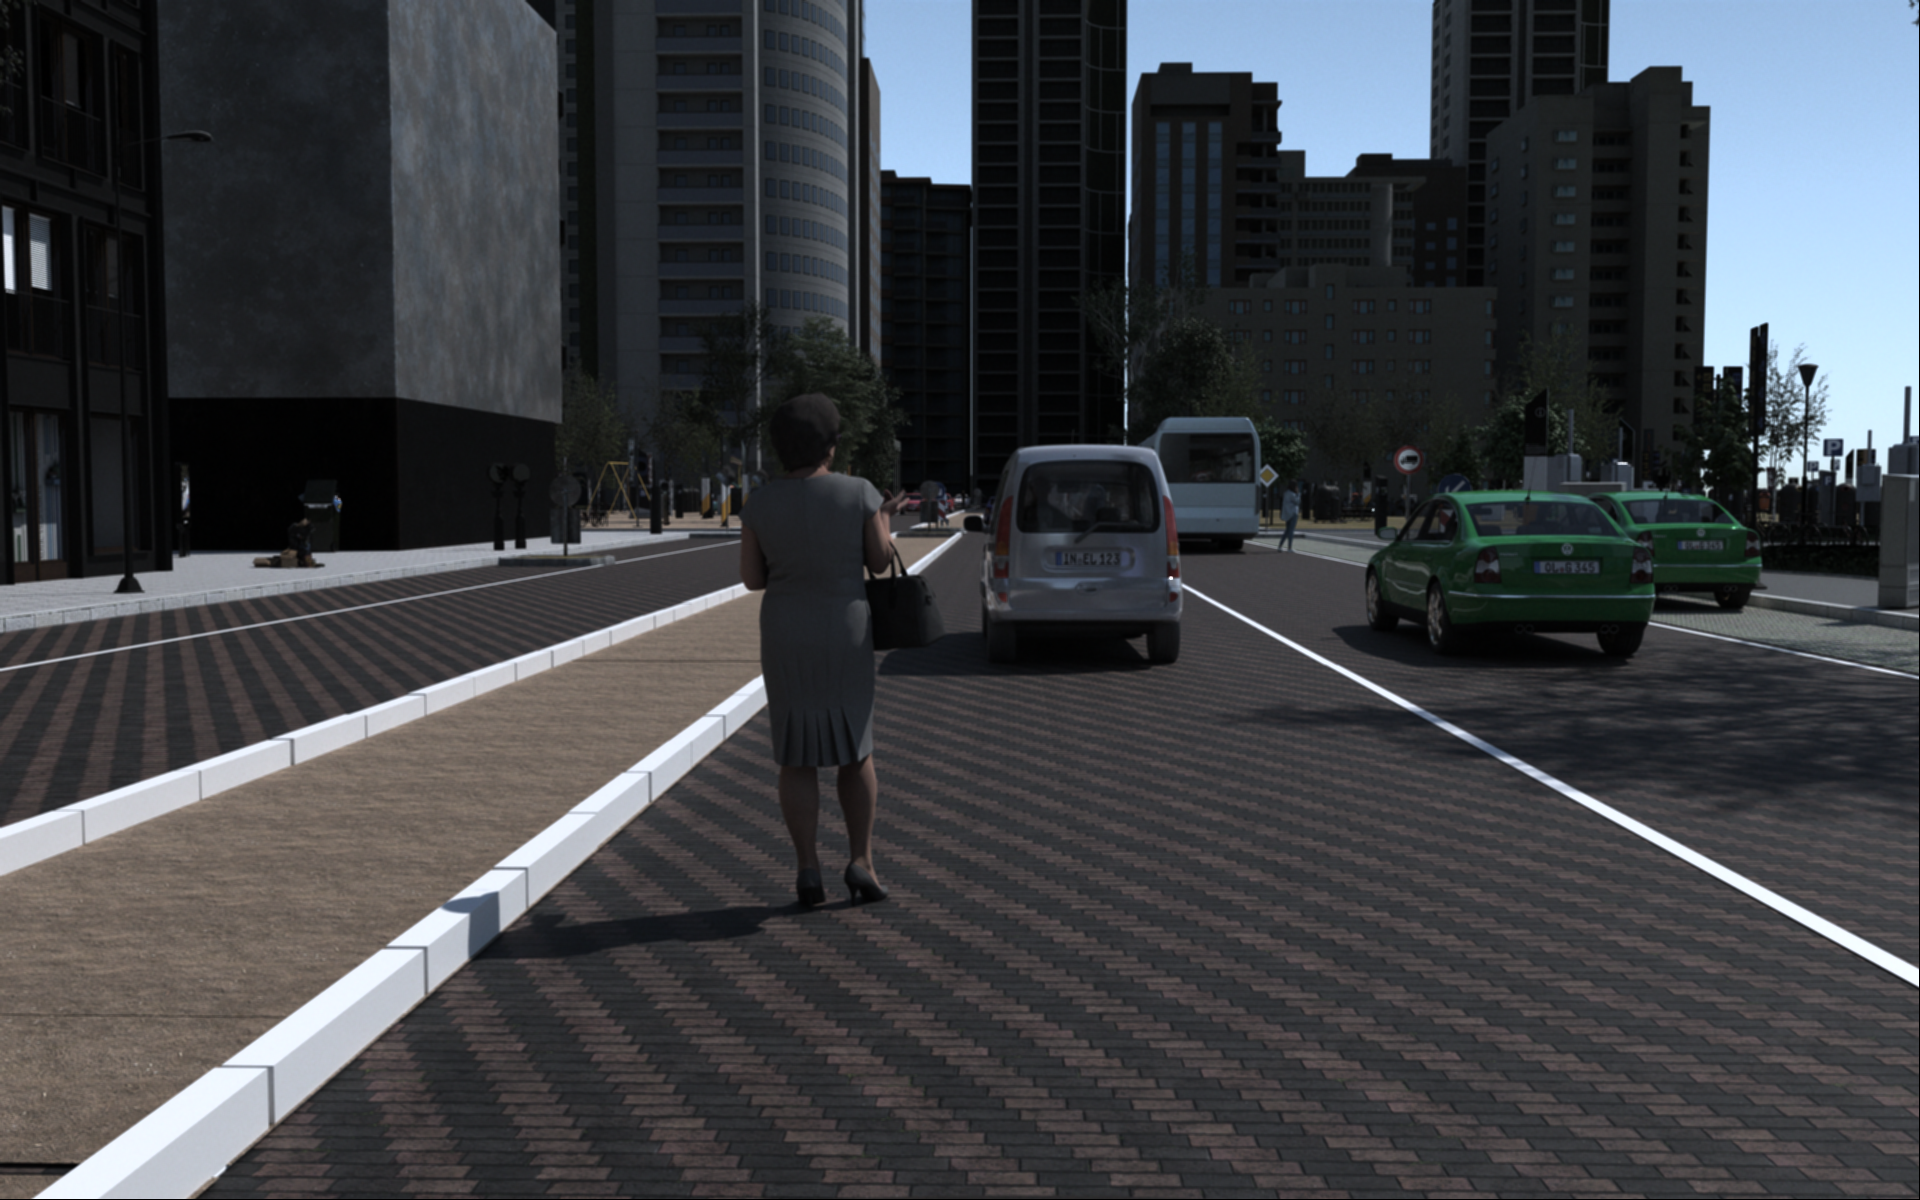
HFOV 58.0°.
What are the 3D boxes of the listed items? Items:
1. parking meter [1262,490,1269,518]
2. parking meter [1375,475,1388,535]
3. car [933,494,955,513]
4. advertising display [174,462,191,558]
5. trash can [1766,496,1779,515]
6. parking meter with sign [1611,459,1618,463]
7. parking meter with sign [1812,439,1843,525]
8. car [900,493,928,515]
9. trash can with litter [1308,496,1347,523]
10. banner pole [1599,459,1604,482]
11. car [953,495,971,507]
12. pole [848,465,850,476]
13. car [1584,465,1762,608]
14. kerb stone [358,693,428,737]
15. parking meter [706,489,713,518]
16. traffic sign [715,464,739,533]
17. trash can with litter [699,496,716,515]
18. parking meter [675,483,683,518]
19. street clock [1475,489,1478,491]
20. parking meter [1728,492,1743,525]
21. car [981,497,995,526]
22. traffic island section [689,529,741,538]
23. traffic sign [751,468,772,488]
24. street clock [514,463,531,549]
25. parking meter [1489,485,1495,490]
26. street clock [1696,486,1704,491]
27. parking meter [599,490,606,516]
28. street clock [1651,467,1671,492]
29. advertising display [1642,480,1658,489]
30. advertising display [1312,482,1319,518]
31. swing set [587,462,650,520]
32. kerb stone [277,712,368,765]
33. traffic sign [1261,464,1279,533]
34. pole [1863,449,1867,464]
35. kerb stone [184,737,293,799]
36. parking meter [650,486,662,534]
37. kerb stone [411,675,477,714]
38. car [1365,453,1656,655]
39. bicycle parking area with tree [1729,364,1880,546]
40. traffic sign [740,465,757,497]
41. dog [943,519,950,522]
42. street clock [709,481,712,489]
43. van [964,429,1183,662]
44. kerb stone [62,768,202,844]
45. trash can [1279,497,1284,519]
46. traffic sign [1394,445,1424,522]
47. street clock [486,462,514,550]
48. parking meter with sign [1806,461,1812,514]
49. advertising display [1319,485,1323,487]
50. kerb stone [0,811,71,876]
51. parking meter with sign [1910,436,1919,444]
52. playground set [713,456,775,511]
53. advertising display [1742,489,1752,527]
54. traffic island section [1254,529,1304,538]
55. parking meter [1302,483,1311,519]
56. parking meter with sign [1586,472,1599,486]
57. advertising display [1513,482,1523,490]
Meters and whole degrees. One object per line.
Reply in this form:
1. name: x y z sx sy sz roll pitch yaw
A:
1. parking meter: 16.684 -5.265 94.501 0.372 1.533 0.369 0 3 0
2. parking meter: 13.122 -2.950 53.952 0.255 1.863 0.399 -1 4 -11
3. car: -1.414 -7.526 132.090 2.155 1.783 4.494 0 4 2
4. advertising display: -15.872 -1.846 35.389 0.123 1.923 0.974 -1 4 -15
5. trash can: 50.472 -5.871 107.646 0.748 1.137 0.748 0 3 0
6. parking meter with sign: 32.217 -5.422 84.908 0.543 3.016 1.738 1 4 19
7. parking meter with sign: 27.864 -3.629 55.598 0.543 3.016 1.738 1 4 18
8. car: -3.238 -6.841 120.887 2.155 1.783 4.494 0 4 1
9. trash can with litter: 16.216 -4.005 76.539 2.233 1.210 1.678 -2 4 -24
10. banner pole: 43.583 -7.810 117.716 0.401 3.779 0.863 3 5 41
11. car: 0.196 -10.958 191.525 2.083 1.381 4.827 0 4 1
12. pole: -7.843 -7.859 122.343 0.158 3.312 0.155 0 3 0
13. car: 8.951 -0.872 23.050 1.959 1.807 4.718 0 4 1
14. kerb stone: -3.507 0.717 10.612 0.120 0.150 1.000 0 4 2
15. parking meter: -13.209 -5.078 91.442 0.372 1.533 0.369 0 3 0
16. traffic sign: -7.738 -3.297 57.553 0.795 2.450 0.064 0 4 2
17. trash can with litter: -15.190 -5.680 104.249 1.055 1.170 0.624 0 4 7
18. parking meter: -14.941 -5.281 92.055 0.399 1.863 0.255 -2 4 -31
19. street clock: 33.376 -6.588 112.284 0.471 2.002 0.358 2 4 28
20. parking meter: 22.850 -2.607 51.036 0.372 1.533 0.369 0 3 0
21. car: 1.880 -3.872 75.893 1.945 1.354 3.894 0 4 1
22. traffic island section: -7.762 -2.161 57.616 2.009 0.180 2.903 0 4 2
23. traffic sign: -7.502 -3.785 65.535 0.795 2.450 0.064 0 4 2
24. street clock: -10.319 -2.205 40.622 0.471 2.002 0.358 -3 5 -42
25. parking meter: 34.751 -6.567 113.076 0.399 1.863 0.255 2 4 26
26. street clock: 41.015 -5.594 96.025 0.471 2.002 0.358 1 4 15
27. parking meter: -20.538 -5.567 99.428 0.372 1.533 0.369 0 3 0
28. street clock: 18.903 -2.578 46.728 0.471 2.002 0.358 -1 4 -21
29. advertising display: 32.025 -4.589 80.238 0.123 1.923 0.974 -2 4 -31
30. advertising display: 19.402 -5.486 94.913 0.123 1.923 0.974 0 4 4
31. swing set: -16.925 -5.419 86.222 2.862 2.851 3.119 1 4 12
32. kerb stone: -3.538 0.771 9.590 0.120 0.150 1.000 0 4 2
33. traffic sign: 10.097 -3.264 57.006 0.795 2.450 0.064 0 4 2
34. pole: 40.908 -5.165 78.291 0.158 3.312 0.155 0 3 0
35. kerb stone: -3.577 0.838 8.562 0.120 0.150 1.000 0 4 2
36. parking meter: -9.807 -2.901 55.846 0.372 1.533 0.369 0 3 0
37. kerb stone: -3.478 0.646 11.634 0.120 0.150 1.000 0 4 2
38. car: 5.166 -0.489 16.794 1.959 1.807 4.718 0 4 2
39. bicycle parking area with tree: 21.317 -3.168 38.798 8.231 4.147 9.016 0 4 7
40. traffic sign: -9.233 -4.623 75.689 0.768 2.556 0.104 0 4 6
41. dog: -0.659 -4.155 88.135 0.748 0.427 0.550 -1 4 -18
42. street clock: -13.974 -5.594 96.031 0.471 2.002 0.358 -1 4 -22
43. van: 1.043 -0.559 16.153 2.013 2.044 4.112 0 4 0
44. kerb stone: -3.604 0.898 7.540 0.120 0.150 1.000 0 4 2
45. trash can: 16.017 -4.485 84.985 0.748 1.137 0.748 0 3 0
46. traffic sign: 11.660 -2.748 45.043 0.768 2.556 0.104 1 4 9
47. street clock: -10.514 -2.133 39.451 0.471 2.002 0.358 -2 4 -32
48. parking meter with sign: 43.615 -5.599 87.797 0.543 3.016 1.738 -2 4 -24
49. advertising display: 24.549 -6.877 117.652 0.974 1.923 0.123 -3 5 -41
50. kerb stone: -3.630 0.959 6.519 0.120 0.150 1.000 0 4 2
51. parking meter with sign: 28.466 -3.370 51.363 0.543 3.016 1.738 2 4 25
52. playground set: -16.970 -8.828 131.118 5.637 4.214 5.302 0 4 1
53. advertising display: 29.915 -3.699 65.684 0.974 1.923 0.123 -3 4 -37
54. traffic island section: 10.121 -2.129 57.082 2.009 0.180 2.903 0 4 2
55. parking meter: 17.546 -5.022 87.813 0.255 1.863 0.399 -3 5 -42
56. parking meter with sign: 50.144 -8.567 136.332 0.543 3.016 1.738 -3 4 -36
57. advertising display: 30.222 -5.387 93.284 0.974 1.923 0.123 -1 4 -21
